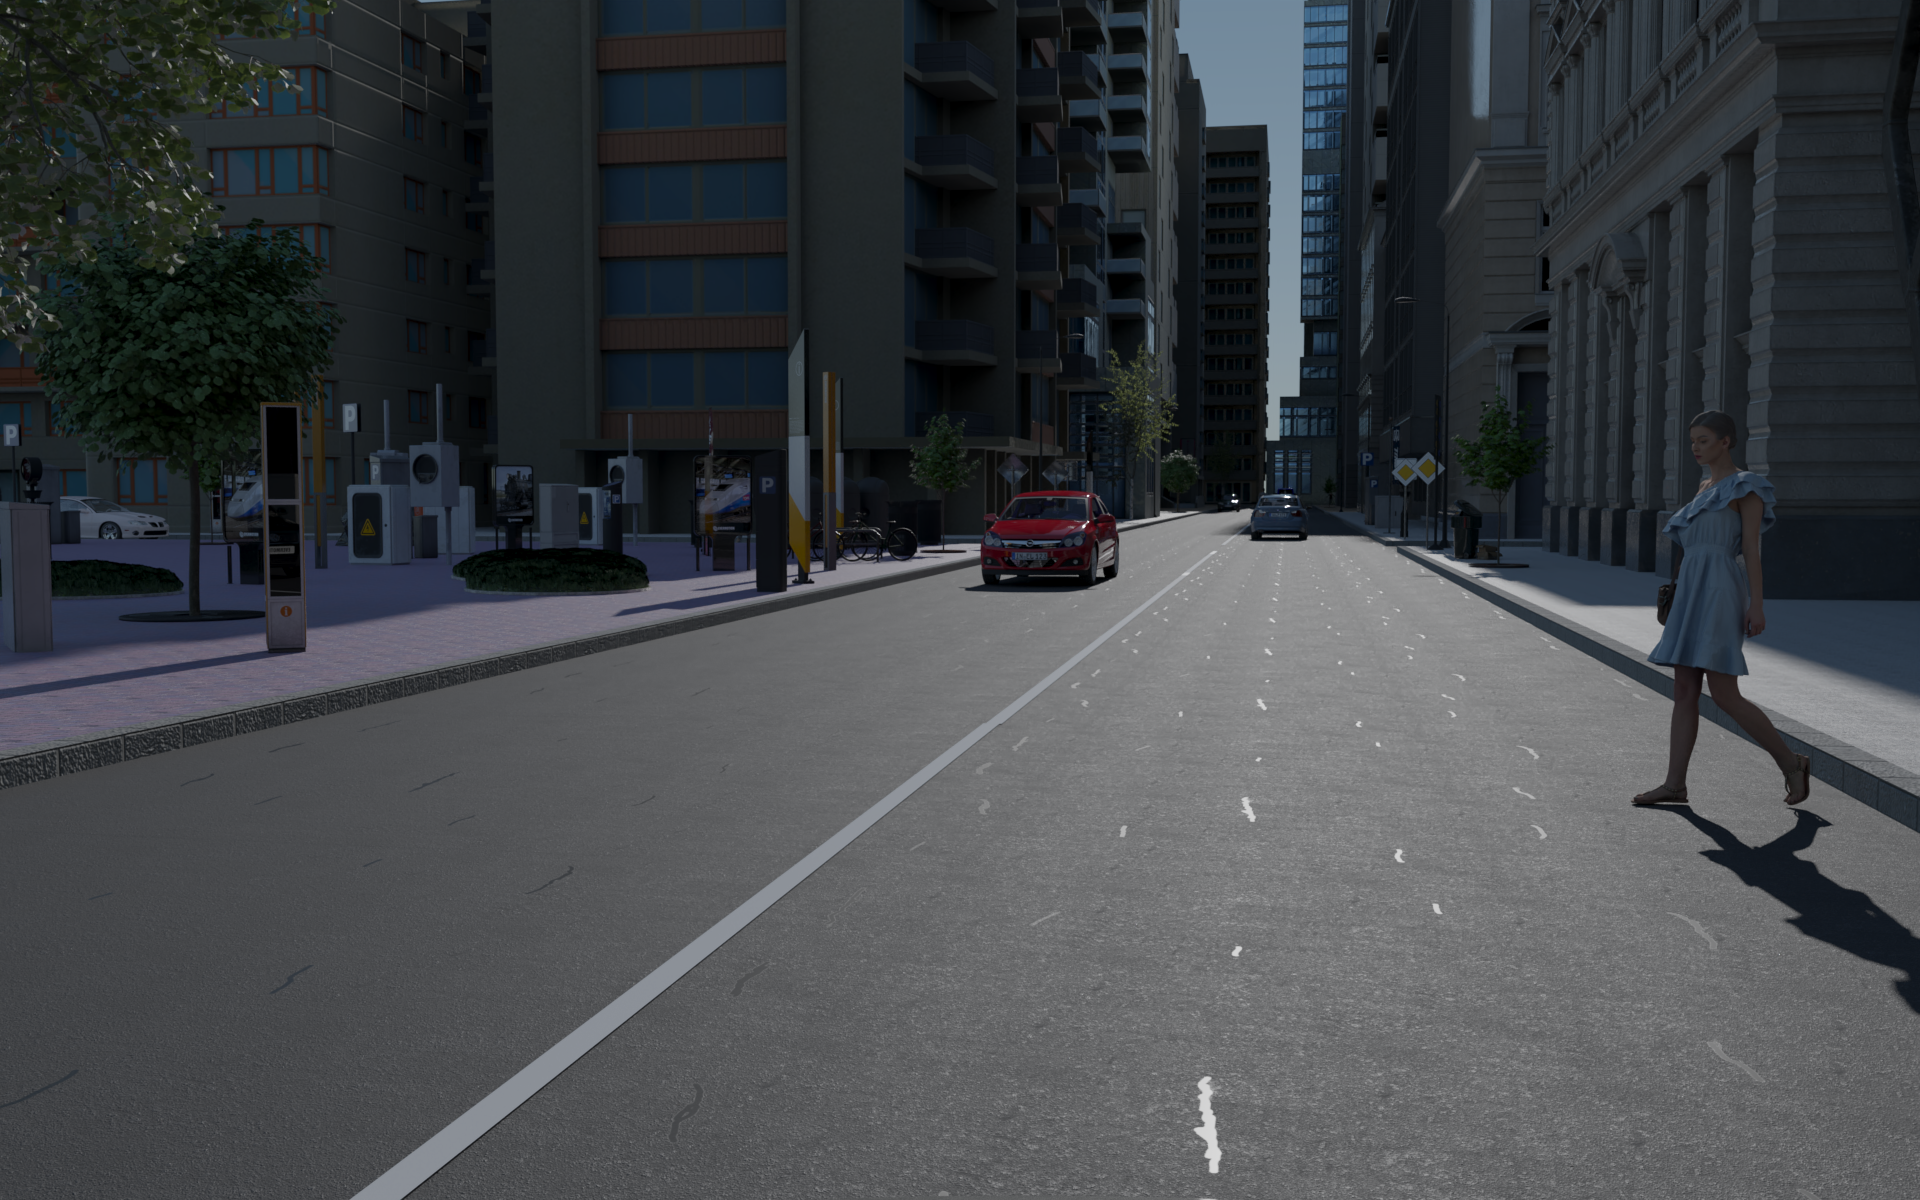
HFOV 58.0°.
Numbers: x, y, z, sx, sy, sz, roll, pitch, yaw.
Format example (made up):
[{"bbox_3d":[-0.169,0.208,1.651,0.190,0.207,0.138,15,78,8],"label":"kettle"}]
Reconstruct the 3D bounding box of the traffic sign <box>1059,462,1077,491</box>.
[{"bbox_3d":[3.377,-3.202,54.474,0.606,2.300,0.079,1,4,17],"label":"traffic sign"}]

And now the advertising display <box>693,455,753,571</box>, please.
[{"bbox_3d":[-3.950,-1.447,28.874,0.974,1.923,0.123,-1,4,-17],"label":"advertising display"}]

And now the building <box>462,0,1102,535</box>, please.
[{"bbox_3d":[-6.347,-25.208,66.771,22.147,44.769,28.867,1,4,11],"label":"building"}]

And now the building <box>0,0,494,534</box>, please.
[{"bbox_3d":[-32.161,-13.869,71.791,28.899,21.520,27.650,1,4,11],"label":"building"}]

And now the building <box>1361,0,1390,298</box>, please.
[{"bbox_3d":[46.137,-33.504,137.023,28.713,52.752,27.495,1,4,11],"label":"building"}]

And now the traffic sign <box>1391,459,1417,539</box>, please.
[{"bbox_3d":[12.557,-2.765,48.851,0.795,2.450,0.064,1,4,11],"label":"traffic sign"}]

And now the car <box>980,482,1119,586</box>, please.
[{"bbox_3d":[1.537,-1.197,28.609,2.155,1.783,4.494,1,4,12],"label":"car"}]

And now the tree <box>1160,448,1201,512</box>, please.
[{"bbox_3d":[15.438,-8.543,123.385,4.285,4.588,4.351,0,3,0],"label":"tree"}]

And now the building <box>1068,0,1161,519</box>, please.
[{"bbox_3d":[1.314,-48.313,102.584,22.319,86.520,31.000,1,4,11],"label":"building"}]

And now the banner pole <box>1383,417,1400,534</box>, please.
[{"bbox_3d":[14.044,-4.042,56.102,0.401,3.779,0.863,-1,4,-13],"label":"banner pole"}]

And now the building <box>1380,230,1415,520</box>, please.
[{"bbox_3d":[28.657,-14.034,94.076,10.561,19.102,19.286,1,4,11],"label":"building"}]

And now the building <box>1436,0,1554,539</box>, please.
[{"bbox_3d":[25.421,-16.323,52.783,20.117,28.700,13.634,1,4,11],"label":"building"}]

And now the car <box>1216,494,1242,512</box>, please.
[{"bbox_3d":[21.539,-7.884,138.688,2.009,1.686,4.222,1,4,10],"label":"car"}]

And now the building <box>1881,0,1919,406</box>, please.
[{"bbox_3d":[15.385,-8.730,10.184,16.820,18.784,16.811,1,4,11],"label":"building"}]

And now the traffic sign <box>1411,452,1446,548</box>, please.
[{"bbox_3d":[11.069,-2.285,41.005,0.795,2.450,0.064,1,4,11],"label":"traffic sign"}]

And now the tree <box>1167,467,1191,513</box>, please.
[{"bbox_3d":[15.350,-7.692,120.362,1.663,3.219,1.824,0,3,0],"label":"tree"}]

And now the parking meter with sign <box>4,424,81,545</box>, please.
[{"bbox_3d":[-23.244,-2.917,43.958,0.543,3.016,1.738,2,4,25],"label":"parking meter with sign"}]

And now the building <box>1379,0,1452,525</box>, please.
[{"bbox_3d":[25.577,-17.058,72.399,14.314,27.812,24.014,1,4,11],"label":"building"}]

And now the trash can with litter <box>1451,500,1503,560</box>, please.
[{"bbox_3d":[10.200,-1.389,34.094,0.624,1.170,1.055,-3,4,-37],"label":"trash can with litter"}]

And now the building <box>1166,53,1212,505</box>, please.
[{"bbox_3d":[15.746,-34.639,190.048,21.600,48.544,21.300,1,4,11],"label":"building"}]

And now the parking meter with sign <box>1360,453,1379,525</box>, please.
[{"bbox_3d":[17.104,-4.632,71.999,0.543,3.016,1.738,0,4,-1],"label":"parking meter with sign"}]

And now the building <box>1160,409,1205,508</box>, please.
[{"bbox_3d":[7.073,-29.018,166.318,32.217,40.220,23.993,1,4,11],"label":"building"}]

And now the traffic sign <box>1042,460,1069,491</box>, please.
[{"bbox_3d":[2.790,-2.879,50.717,0.795,2.450,0.064,1,4,11],"label":"traffic sign"}]

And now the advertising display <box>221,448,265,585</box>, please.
[{"bbox_3d":[-10.047,-1.182,24.532,0.974,1.923,0.123,2,4,24],"label":"advertising display"}]

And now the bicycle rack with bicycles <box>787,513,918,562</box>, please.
[{"bbox_3d":[-2.270,-1.218,33.299,2.925,0.926,2.852,0,4,1],"label":"bicycle rack with bicycles"}]

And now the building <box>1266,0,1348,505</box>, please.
[{"bbox_3d":[53.988,-55.082,213.257,31.000,86.520,22.319,1,4,11],"label":"building"}]

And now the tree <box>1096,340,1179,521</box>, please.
[{"bbox_3d":[8.391,-8.152,83.650,4.360,8.622,3.978,0,3,0],"label":"tree"}]

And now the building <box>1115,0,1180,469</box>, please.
[{"bbox_3d":[3.536,-33.706,140.335,28.713,52.752,27.495,1,4,11],"label":"building"}]

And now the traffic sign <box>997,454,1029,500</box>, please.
[{"bbox_3d":[1.302,-2.399,42.871,0.795,2.450,0.064,1,4,11],"label":"traffic sign"}]

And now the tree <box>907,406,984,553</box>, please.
[{"bbox_3d":[-0.245,-2.651,37.951,1.663,3.219,1.824,0,3,0],"label":"tree"}]

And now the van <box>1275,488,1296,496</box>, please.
[{"bbox_3d":[35.221,-11.199,187.489,2.240,2.365,5.245,1,4,10],"label":"van"}]

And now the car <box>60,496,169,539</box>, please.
[{"bbox_3d":[-25.853,-2.380,51.274,4.827,1.381,2.083,1,4,11],"label":"car"}]

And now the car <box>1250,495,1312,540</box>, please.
[{"bbox_3d":[10.343,-2.688,55.949,2.014,1.417,4.499,1,4,12],"label":"car"}]

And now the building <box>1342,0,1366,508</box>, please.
[{"bbox_3d":[47.391,-38.098,164.905,21.231,58.520,28.212,1,4,11],"label":"building"}]

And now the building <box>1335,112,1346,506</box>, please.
[{"bbox_3d":[48.039,-30.821,187.509,14.154,41.232,14.086,1,4,11],"label":"building"}]

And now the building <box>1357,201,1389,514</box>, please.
[{"bbox_3d":[31.102,-16.115,112.630,9.793,20.994,18.267,1,4,11],"label":"building"}]

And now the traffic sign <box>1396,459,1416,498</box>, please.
[{"bbox_3d":[12.830,-2.921,49.884,0.606,2.300,0.079,1,4,11],"label":"traffic sign"}]

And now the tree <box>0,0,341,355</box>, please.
[{"bbox_3d":[-7.170,-5.550,8.862,7.486,12.596,7.792,0,3,0],"label":"tree"}]

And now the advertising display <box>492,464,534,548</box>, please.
[{"bbox_3d":[-9.796,-2.004,37.986,0.123,1.923,0.974,3,5,44],"label":"advertising display"}]

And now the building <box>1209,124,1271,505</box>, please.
[{"bbox_3d":[28.054,-36.398,218.812,21.600,48.544,21.300,1,4,11],"label":"building"}]

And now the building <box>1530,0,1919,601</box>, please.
[{"bbox_3d":[16.163,-12.213,28.562,11.050,23.489,19.941,1,4,11],"label":"building"}]

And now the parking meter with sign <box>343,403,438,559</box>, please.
[{"bbox_3d":[-11.171,-2.314,34.092,0.543,3.016,1.738,3,5,42],"label":"parking meter with sign"}]
